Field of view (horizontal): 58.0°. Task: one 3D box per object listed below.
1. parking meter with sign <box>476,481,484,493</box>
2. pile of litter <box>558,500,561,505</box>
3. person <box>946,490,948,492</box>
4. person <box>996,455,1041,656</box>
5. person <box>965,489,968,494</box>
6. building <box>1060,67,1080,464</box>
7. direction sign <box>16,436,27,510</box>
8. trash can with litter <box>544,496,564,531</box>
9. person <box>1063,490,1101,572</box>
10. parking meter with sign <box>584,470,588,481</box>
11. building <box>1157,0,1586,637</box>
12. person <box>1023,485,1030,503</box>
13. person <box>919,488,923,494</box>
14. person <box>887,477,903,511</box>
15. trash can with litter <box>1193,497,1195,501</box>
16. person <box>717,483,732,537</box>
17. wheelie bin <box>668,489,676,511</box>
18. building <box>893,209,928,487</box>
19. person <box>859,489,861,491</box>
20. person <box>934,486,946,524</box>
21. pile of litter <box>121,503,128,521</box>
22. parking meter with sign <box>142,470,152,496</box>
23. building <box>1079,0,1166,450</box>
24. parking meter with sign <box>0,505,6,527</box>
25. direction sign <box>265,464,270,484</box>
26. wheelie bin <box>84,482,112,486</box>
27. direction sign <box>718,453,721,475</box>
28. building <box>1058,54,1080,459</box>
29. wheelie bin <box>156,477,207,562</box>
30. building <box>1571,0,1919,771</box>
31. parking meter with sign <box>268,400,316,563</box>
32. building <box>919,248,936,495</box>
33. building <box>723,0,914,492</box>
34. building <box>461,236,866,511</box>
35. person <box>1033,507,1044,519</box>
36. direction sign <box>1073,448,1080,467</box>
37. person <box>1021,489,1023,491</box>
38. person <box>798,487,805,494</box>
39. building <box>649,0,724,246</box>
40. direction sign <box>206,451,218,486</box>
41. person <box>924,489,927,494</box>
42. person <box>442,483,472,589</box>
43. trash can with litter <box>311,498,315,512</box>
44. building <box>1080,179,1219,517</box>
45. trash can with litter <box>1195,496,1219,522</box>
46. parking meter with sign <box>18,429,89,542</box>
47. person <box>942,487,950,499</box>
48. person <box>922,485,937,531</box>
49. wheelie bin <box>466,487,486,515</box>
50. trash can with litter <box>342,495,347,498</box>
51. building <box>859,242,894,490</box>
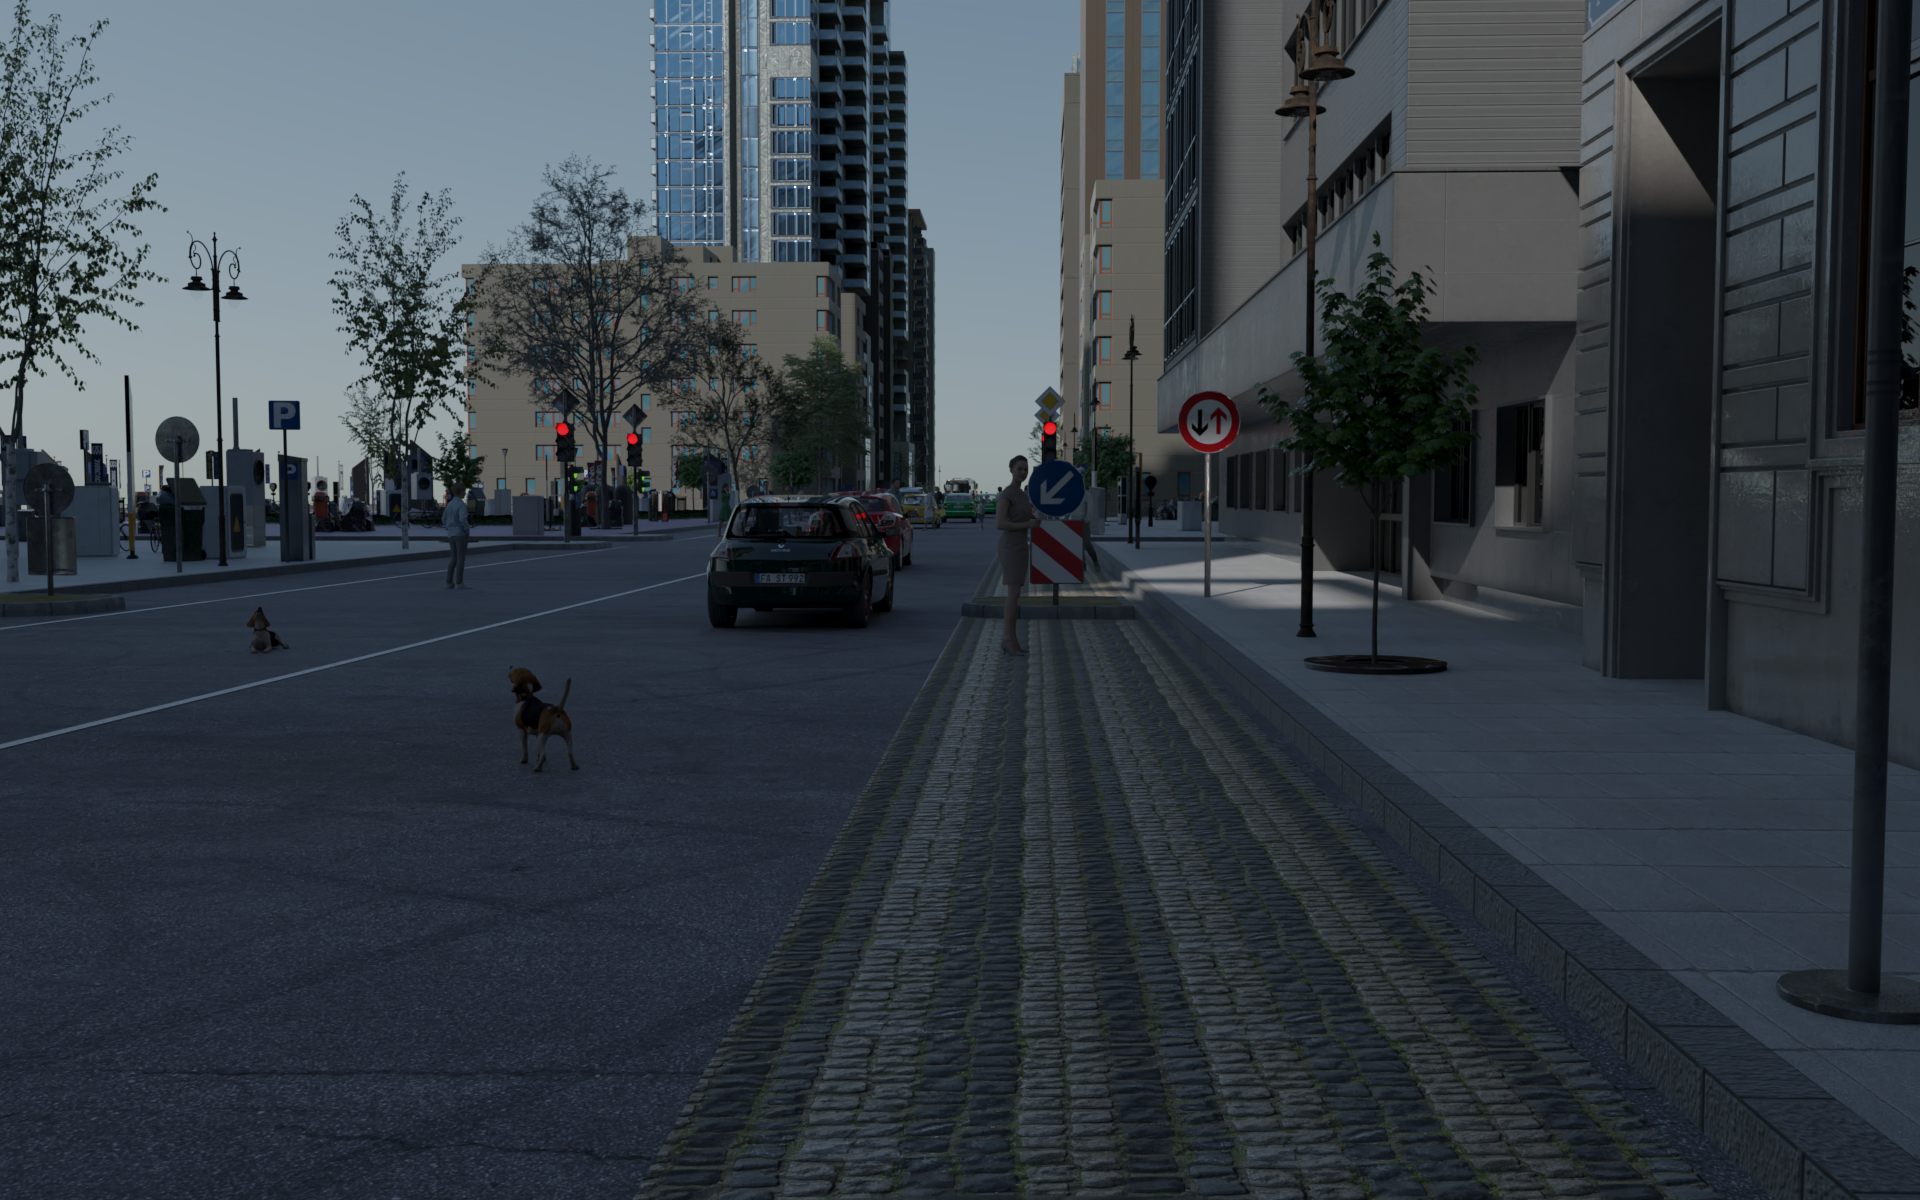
[{"bbox_3d":[-28.456,-6.482,102.247,0.543,3.016,1.738,-3,5,-41],"label":"parking meter with sign"},{"bbox_3d":[-27.300,-6.352,117.824,1.719,0.858,1.176,0,4,4],"label":"pile of litter"},{"bbox_3d":[-1.135,-7.101,125.268,0.598,1.740,0.731,0,3,0],"label":"person"},{"bbox_3d":[0.521,-0.406,15.485,0.374,1.781,0.599,2,4,25],"label":"person"},{"bbox_3d":[0.467,-6.434,113.977,0.520,1.790,0.573,2,4,32],"label":"person"},{"bbox_3d":[21.917,-34.720,191.371,21.300,48.544,21.600,0,4,2],"label":"building"},{"bbox_3d":[-36.388,-4.582,66.905,0.379,3.537,0.876,1,4,20],"label":"direction sign"},{"bbox_3d":[-14.304,-3.044,60.830,1.678,1.210,2.233,-1,4,-16],"label":"trash can with litter"},{"bbox_3d":[2.186,-1.405,31.961,0.515,1.767,0.782,-3,5,-43],"label":"person"},{"bbox_3d":[-25.961,-7.800,123.789,1.738,3.016,0.543,-3,5,-43],"label":"parking meter with sign"},{"bbox_3d":[11.480,-12.807,28.464,14.314,24.678,30.058,0,4,2],"label":"building"},{"bbox_3d":[2.539,-3.576,67.233,0.793,1.790,0.793,0,4,5],"label":"person"},{"bbox_3d":[-2.091,-5.090,92.469,0.760,1.731,0.466,-1,4,-17],"label":"person"},{"bbox_3d":[-1.567,-1.927,40.021,0.620,1.820,0.660,2,4,27],"label":"person"},{"bbox_3d":[11.461,-4.300,81.698,1.055,1.170,0.624,0,4,-3],"label":"trash can with litter"},{"bbox_3d":[-7.843,-3.005,57.873,0.529,1.795,0.600,0,4,5],"label":"person"},{"bbox_3d":[-18.511,-6.298,110.878,0.693,1.594,0.980,-1,4,-11],"label":"wheelie bin"},{"bbox_3d":[-16.295,-36.940,258.596,22.147,44.769,28.867,0,4,2],"label":"building"},{"bbox_3d":[-6.924,-6.790,119.852,0.374,1.781,0.599,2,4,29],"label":"person"},{"bbox_3d":[-1.233,-4.479,81.947,0.699,1.804,1.509,-2,4,-25],"label":"person"},{"bbox_3d":[-39.863,-4.133,81.537,1.176,0.858,1.719,2,4,26],"label":"pile of litter"},{"bbox_3d":[-59.426,-7.985,126.810,0.543,3.016,1.738,-1,4,-18],"label":"parking meter with sign"},{"bbox_3d":[17.400,-30.524,149.177,14.600,45.320,14.200,0,4,2],"label":"building"},{"bbox_3d":[-37.918,-4.353,67.427,0.543,3.016,1.738,1,4,9],"label":"parking meter with sign"},{"bbox_3d":[-52.375,-8.465,130.402,0.876,3.537,0.379,-3,5,-44],"label":"direction sign"},{"bbox_3d":[-22.972,-2.338,46.136,0.980,1.594,0.693,-2,4,-27],"label":"wheelie bin"},{"bbox_3d":[-13.420,-6.393,96.528,0.379,3.537,0.876,0,4,0],"label":"direction sign"},{"bbox_3d":[24.834,-57.078,245.900,22.319,86.520,31.000,0,4,2],"label":"building"},{"bbox_3d":[-14.869,-1.536,33.022,0.693,1.594,0.980,2,4,25],"label":"wheelie bin"},{"bbox_3d":[9.193,-10.162,2.311,11.583,22.565,21.152,0,4,2],"label":"building"},{"bbox_3d":[-12.725,-2.255,33.130,0.543,3.016,1.738,-1,4,-10],"label":"parking meter with sign"},{"bbox_3d":[-11.381,-36.475,279.959,14.154,41.232,14.086,0,4,2],"label":"building"},{"bbox_3d":[-16.853,-55.949,227.442,22.319,86.520,31.000,0,4,2],"label":"building"},{"bbox_3d":[-22.992,-18.298,144.205,27.650,21.520,28.899,0,4,2],"label":"building"},{"bbox_3d":[2.958,-3.247,62.345,0.760,1.731,0.466,1,4,20],"label":"person"},{"bbox_3d":[5.984,-5.729,85.668,0.876,3.537,0.379,-1,4,-20],"label":"direction sign"},{"bbox_3d":[4.497,-7.294,127.734,0.794,1.824,0.713,-1,4,-23],"label":"person"},{"bbox_3d":[-8.420,-5.101,92.029,0.709,1.813,0.853,3,5,44],"label":"person"},{"bbox_3d":[-19.252,-52.583,172.401,22.319,86.520,31.000,0,4,2],"label":"building"},{"bbox_3d":[-39.681,-6.114,91.957,0.379,3.537,0.876,1,4,19],"label":"direction sign"},{"bbox_3d":[-2.351,-6.863,120.810,0.767,1.812,0.694,-1,4,-22],"label":"person"},{"bbox_3d":[-7.552,-0.966,26.097,0.330,1.601,0.589,-3,5,-41],"label":"person"},{"bbox_3d":[-41.995,-6.210,112.916,0.624,1.170,1.055,-2,4,-23],"label":"trash can with litter"},{"bbox_3d":[21.853,-16.170,109.420,27.650,21.520,28.899,0,4,2],"label":"building"},{"bbox_3d":[11.679,-4.233,80.604,1.055,1.170,0.624,-2,4,-24],"label":"trash can with litter"},{"bbox_3d":[-24.490,-3.088,46.750,1.738,3.016,0.543,-1,4,-11],"label":"parking meter with sign"},{"bbox_3d":[-0.864,-6.123,108.381,0.659,1.850,0.755,1,4,19],"label":"person"},{"bbox_3d":[-1.182,-3.593,67.599,0.624,1.780,0.694,0,3,0],"label":"person"},{"bbox_3d":[-22.235,-4.377,79.480,0.693,1.594,0.980,2,4,30],"label":"wheelie bin"},{"bbox_3d":[-44.855,-7.076,126.755,2.233,1.210,1.678,2,4,30],"label":"trash can with litter"},{"bbox_3d":[-15.066,-25.980,196.472,14.160,30.474,14.107,0,4,2],"label":"building"}]
